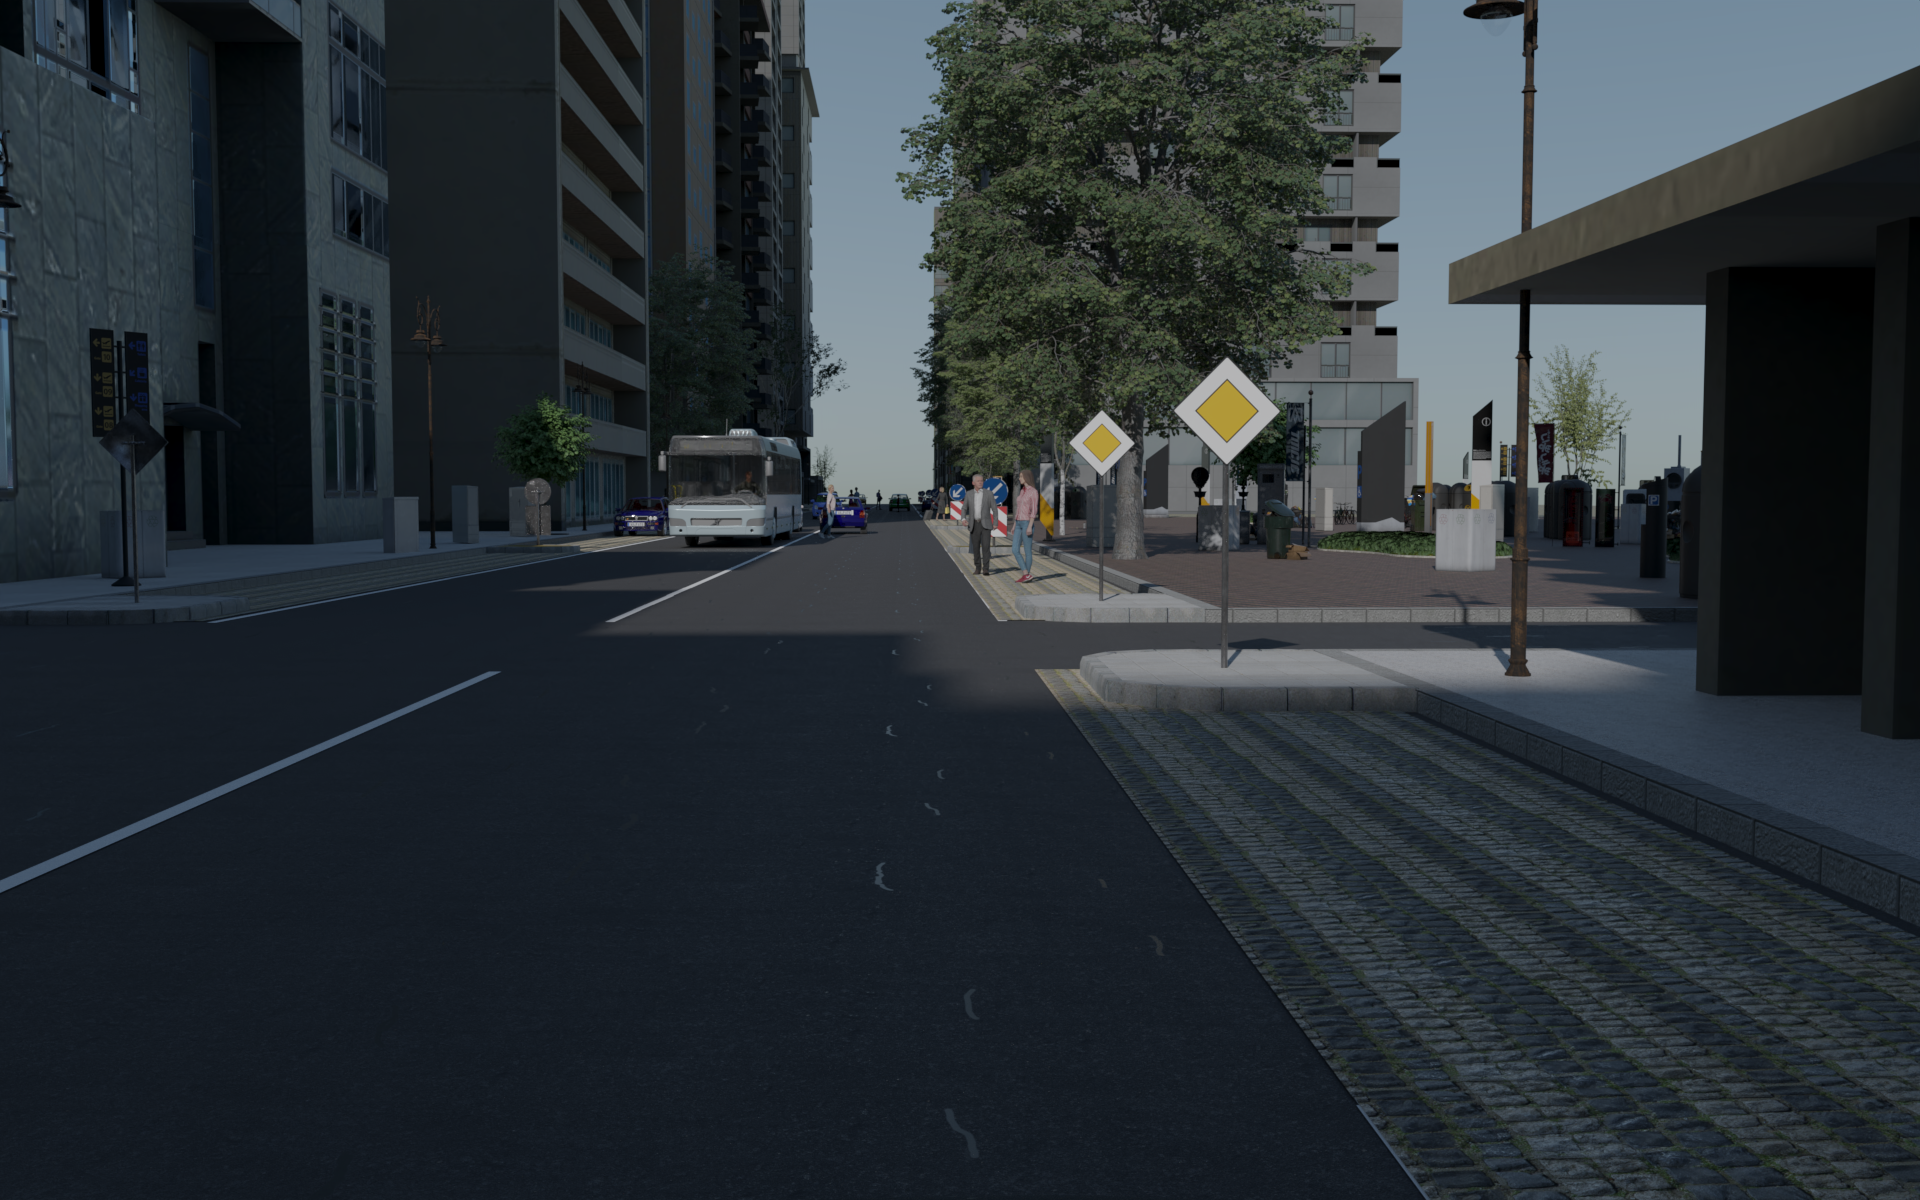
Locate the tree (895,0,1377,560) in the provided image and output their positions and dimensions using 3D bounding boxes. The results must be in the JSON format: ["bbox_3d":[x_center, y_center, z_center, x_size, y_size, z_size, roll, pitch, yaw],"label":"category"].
[{"bbox_3d":[3.399,-7.787,33.976,9.857,13.997,8.962,0,3,0],"label":"tree"}]

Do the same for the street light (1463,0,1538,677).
[{"bbox_3d":[3.941,-2.402,12.059,0.468,5.910,1.993,0,4,-2],"label":"street light"}]

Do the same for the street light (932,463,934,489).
[{"bbox_3d":[-3.206,-16.010,234.549,0.468,5.910,1.993,0,4,-2],"label":"street light"}]

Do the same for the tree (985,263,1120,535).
[{"bbox_3d":[3.431,-6.341,54.038,4.360,8.622,3.978,0,3,0],"label":"tree"}]

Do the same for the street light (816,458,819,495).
[{"bbox_3d":[-18.110,-15.147,220.442,0.468,5.910,1.993,0,4,-2],"label":"street light"}]

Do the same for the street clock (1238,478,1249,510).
[{"bbox_3d":[8.976,-3.077,54.881,0.358,2.002,0.471,1,4,11],"label":"street clock"}]

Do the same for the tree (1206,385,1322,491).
[{"bbox_3d":[9.193,-4.218,52.676,4.285,4.588,4.351,0,3,0],"label":"tree"}]

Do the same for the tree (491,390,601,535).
[{"bbox_3d":[-13.000,-4.334,54.577,4.285,4.588,4.351,0,3,0],"label":"tree"}]

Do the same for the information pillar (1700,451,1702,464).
[{"bbox_3d":[12.656,-1.507,29.126,0.304,2.012,0.304,-1,4,-13],"label":"information pillar"}]

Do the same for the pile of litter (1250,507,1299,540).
[{"bbox_3d":[8.256,-2.081,47.982,1.176,0.858,1.719,-3,5,-43],"label":"pile of litter"}]

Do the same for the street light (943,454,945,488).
[{"bbox_3d":[-1.157,-12.184,172.002,0.468,5.910,1.993,0,4,-2],"label":"street light"}]

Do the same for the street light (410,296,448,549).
[{"bbox_3d":[-12.386,-4.143,40.533,0.468,5.910,1.993,0,4,-2],"label":"street light"}]

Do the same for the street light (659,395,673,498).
[{"bbox_3d":[-13.684,-6.612,80.894,0.468,5.910,1.993,0,4,-2],"label":"street light"}]

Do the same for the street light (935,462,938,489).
[{"bbox_3d":[-2.585,-14.773,214.332,0.468,5.910,1.993,0,4,-2],"label":"street light"}]

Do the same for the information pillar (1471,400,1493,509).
[{"bbox_3d":[12.950,-3.156,42.952,0.504,3.616,0.183,1,4,14],"label":"information pillar"}]

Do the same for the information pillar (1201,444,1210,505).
[{"bbox_3d":[10.236,-4.941,72.136,0.183,3.616,0.504,-2,4,-30],"label":"information pillar"}]

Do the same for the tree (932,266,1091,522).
[{"bbox_3d":[2.661,-9.808,78.480,7.486,12.596,7.792,0,3,0],"label":"tree"}]

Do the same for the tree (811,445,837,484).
[{"bbox_3d":[-20.207,-18.676,255.712,4.360,8.622,3.978,0,3,0],"label":"tree"}]

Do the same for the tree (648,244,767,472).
[{"bbox_3d":[-14.825,-11.177,89.403,9.857,13.997,8.962,0,3,0],"label":"tree"}]

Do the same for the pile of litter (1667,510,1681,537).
[{"bbox_3d":[19.716,-2.106,48.395,1.176,0.858,1.719,1,4,9],"label":"pile of litter"}]

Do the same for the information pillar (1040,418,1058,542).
[{"bbox_3d":[2.370,-3.400,46.952,0.183,3.616,0.504,-3,4,-38],"label":"information pillar"}]

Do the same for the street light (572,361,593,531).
[{"bbox_3d":[-13.154,-5.365,60.508,0.468,5.910,1.993,0,4,-2],"label":"street light"}]

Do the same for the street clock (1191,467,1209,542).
[{"bbox_3d":[6.359,-2.528,45.896,0.471,2.002,0.358,1,4,12],"label":"street clock"}]

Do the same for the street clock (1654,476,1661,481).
[{"bbox_3d":[27.907,-3.962,69.347,0.358,2.002,0.471,1,4,13],"label":"street clock"}]

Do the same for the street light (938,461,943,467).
[{"bbox_3d":[-1.871,-13.515,193.755,0.468,5.910,1.993,0,4,-2],"label":"street light"}]

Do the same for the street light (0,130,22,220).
[{"bbox_3d":[-11.701,-2.922,20.555,0.468,5.910,1.993,0,4,-2],"label":"street light"}]

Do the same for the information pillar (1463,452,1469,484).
[{"bbox_3d":[27.882,-6.370,95.512,0.504,3.616,0.183,-3,5,-44],"label":"information pillar"}]

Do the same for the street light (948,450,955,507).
[{"bbox_3d":[-0.568,-10.962,152.021,0.468,5.910,1.993,0,4,-2],"label":"street light"}]

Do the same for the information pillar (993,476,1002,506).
[{"bbox_3d":[1.549,-4.106,71.619,0.304,2.012,0.304,-1,4,-16],"label":"information pillar"}]

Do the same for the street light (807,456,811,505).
[{"bbox_3d":[-17.520,-13.900,200.057,0.468,5.910,1.993,0,4,-2],"label":"street light"}]

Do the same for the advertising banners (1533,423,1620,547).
[{"bbox_3d":[14.973,-2.811,42.152,2.074,3.025,0.090,2,4,35],"label":"advertising banners"}]

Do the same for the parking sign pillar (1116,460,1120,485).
[{"bbox_3d":[7.910,-5.984,86.311,1.447,3.967,1.447,2,4,27],"label":"parking sign pillar"}]

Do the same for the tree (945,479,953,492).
[{"bbox_3d":[-0.628,-11.410,181.158,1.663,3.219,1.824,0,3,0],"label":"tree"}]

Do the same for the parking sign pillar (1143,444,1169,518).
[{"bbox_3d":[10.521,-6.395,93.024,1.447,3.967,1.447,-1,4,-21],"label":"parking sign pillar"}]

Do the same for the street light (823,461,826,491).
[{"bbox_3d":[-18.875,-16.422,241.288,0.468,5.910,1.993,0,4,-2],"label":"street light"}]

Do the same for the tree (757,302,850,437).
[{"bbox_3d":[-16.846,-19.117,168.447,12.611,20.169,13.585,0,3,0],"label":"tree"}]

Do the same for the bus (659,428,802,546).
[{"bbox_3d":[-6.464,-3.436,51.041,2.948,3.499,13.247,0,4,-1],"label":"bus"}]

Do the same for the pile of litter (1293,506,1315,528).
[{"bbox_3d":[12.658,-3.154,65.534,1.719,0.858,1.176,1,4,17],"label":"pile of litter"}]

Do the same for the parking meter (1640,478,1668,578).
[{"bbox_3d":[10.640,-1.110,26.560,0.372,1.533,0.369,0,3,0],"label":"parking meter"}]

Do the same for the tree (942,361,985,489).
[{"bbox_3d":[1.201,-8.555,90.238,4.360,8.622,3.978,0,3,0],"label":"tree"}]

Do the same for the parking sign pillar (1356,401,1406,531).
[{"bbox_3d":[12.239,-3.784,50.342,1.447,3.967,1.447,0,4,-7],"label":"parking sign pillar"}]

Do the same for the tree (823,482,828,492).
[{"bbox_3d":[-20.022,-15.706,251.399,1.663,3.219,1.824,0,3,0],"label":"tree"}]

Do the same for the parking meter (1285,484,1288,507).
[{"bbox_3d":[16.791,-5.145,89.839,0.255,1.863,0.399,-3,5,-43],"label":"parking meter"}]
